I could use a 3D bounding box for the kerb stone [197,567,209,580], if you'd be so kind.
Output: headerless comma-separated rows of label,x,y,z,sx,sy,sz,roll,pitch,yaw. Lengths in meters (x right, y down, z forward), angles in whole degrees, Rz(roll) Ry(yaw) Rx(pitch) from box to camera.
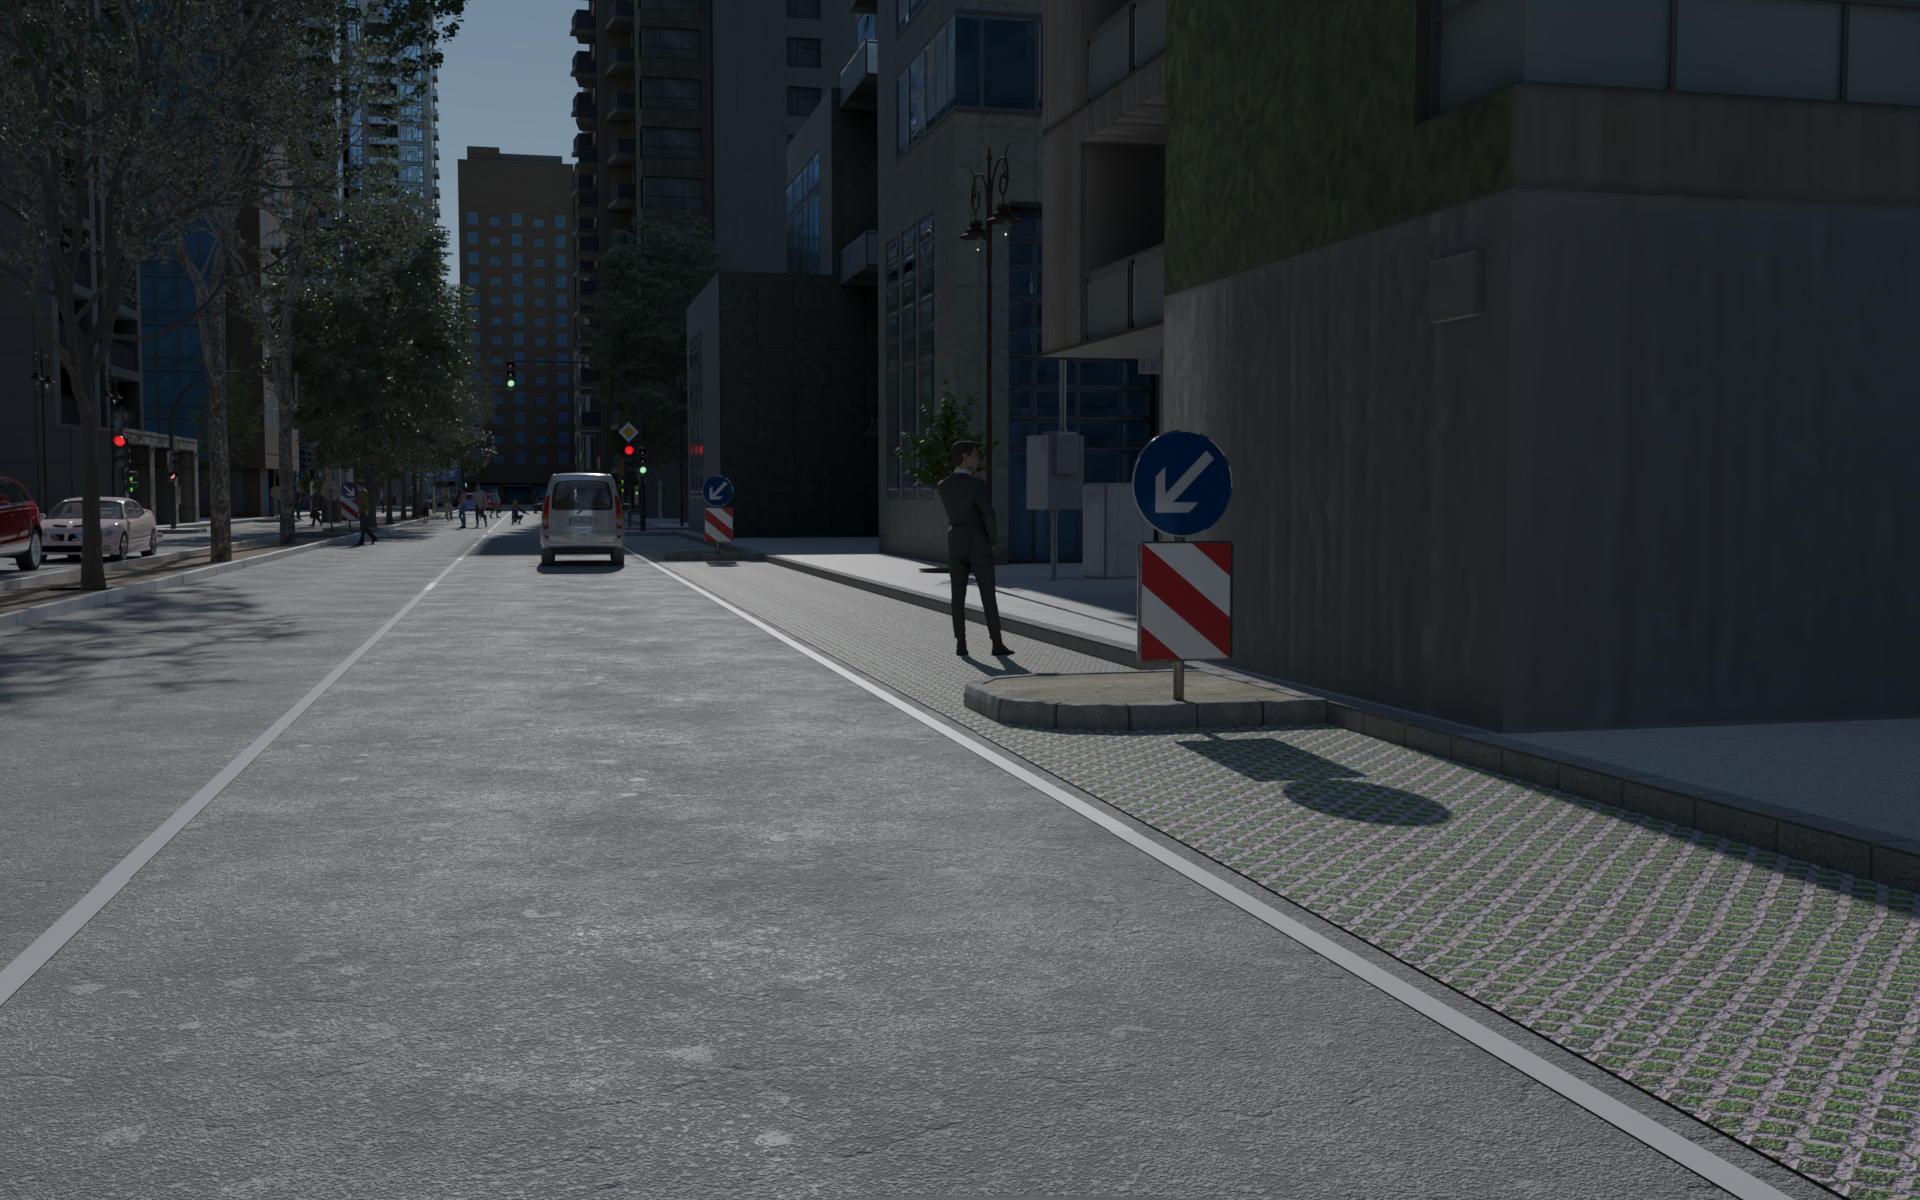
kerb stone,-12.826,-0.422,29.115,0.120,0.150,1.000,-1,4,-14

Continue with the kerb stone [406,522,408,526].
kerb stone,-24.582,-3.316,76.412,0.120,0.150,1.000,-1,4,-14

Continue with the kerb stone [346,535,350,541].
kerb stone,-18.522,-1.820,52.018,0.120,0.150,1.000,-1,4,-14

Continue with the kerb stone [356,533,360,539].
kerb stone,-19.263,-2.006,55.012,0.120,0.150,1.000,-1,4,-14

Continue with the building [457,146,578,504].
building,-57.863,-35.289,227.085,14.200,45.320,14.600,-1,4,-14

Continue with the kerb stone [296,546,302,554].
kerb stone,-15.804,-1.155,41.079,0.120,0.150,1.000,-1,4,-14

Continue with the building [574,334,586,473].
building,-30.956,-21.973,204.293,27.650,21.520,28.899,-1,4,-14

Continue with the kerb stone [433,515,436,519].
kerb stone,-30.283,-4.718,99.342,0.120,0.150,1.000,-1,4,-14

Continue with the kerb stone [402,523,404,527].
kerb stone,-24.087,-3.191,74.414,0.120,0.150,1.000,-1,4,-14

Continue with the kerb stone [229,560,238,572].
kerb stone,-13.574,-0.604,32.110,0.120,0.150,1.000,-1,4,-14

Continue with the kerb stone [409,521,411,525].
kerb stone,-25.080,-3.438,78.407,0.120,0.150,1.000,-1,4,-14

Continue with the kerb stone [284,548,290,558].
kerb stone,-15.308,-1.034,39.094,0.120,0.150,1.000,-1,4,-14

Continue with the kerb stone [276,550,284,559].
kerb stone,-15.063,-0.973,38.102,0.120,0.150,1.000,-1,4,-14

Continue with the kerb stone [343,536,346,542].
kerb stone,-18.267,-1.763,51.028,0.120,0.150,1.000,-1,4,-14

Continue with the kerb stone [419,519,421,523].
kerb stone,-26.817,-3.865,85.388,0.120,0.150,1.000,-1,4,-14

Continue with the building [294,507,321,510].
building,-63.527,-51.007,146.630,22.319,86.520,31.000,-1,4,-14

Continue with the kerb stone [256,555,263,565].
kerb stone,-14.323,-0.790,35.110,0.120,0.150,1.000,-1,4,-14

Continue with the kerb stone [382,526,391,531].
kerb stone,-22.360,-2.765,67.450,0.120,0.150,1.000,-1,4,-14

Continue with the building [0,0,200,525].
building,-43.113,-38.584,69.109,20.563,71.187,20.611,-1,4,-14

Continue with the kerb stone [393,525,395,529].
kerb stone,-22.850,-2.887,69.435,0.120,0.150,1.000,-1,4,-14

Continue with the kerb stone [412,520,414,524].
kerb stone,-25.574,-3.560,80.394,0.120,0.150,1.000,-1,4,-14

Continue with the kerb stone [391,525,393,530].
kerb stone,-22.602,-2.829,68.443,0.120,0.150,1.000,-1,4,-14

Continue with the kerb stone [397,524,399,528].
kerb stone,-23.346,-3.011,71.421,0.120,0.150,1.000,-1,4,-14

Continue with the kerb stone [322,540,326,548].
kerb stone,-17.042,-1.458,46.041,0.120,0.150,1.000,-1,4,-14

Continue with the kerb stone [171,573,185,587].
kerb stone,-12.335,-0.298,27.111,0.120,0.150,1.000,-1,4,-14

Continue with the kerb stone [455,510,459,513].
kerb stone,-38.684,-6.782,133.188,0.120,0.150,1.000,-1,4,-14

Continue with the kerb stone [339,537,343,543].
kerb stone,-18.029,-1.703,50.034,0.120,0.150,1.000,-1,4,-14

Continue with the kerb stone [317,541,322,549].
kerb stone,-16.796,-1.395,45.049,0.120,0.150,1.000,-1,4,-14

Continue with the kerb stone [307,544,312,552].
kerb stone,-16.294,-1.272,43.067,0.120,0.150,1.000,-1,4,-14

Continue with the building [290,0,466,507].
building,-80.953,-55.751,224.204,31.000,86.520,22.319,-1,4,-14

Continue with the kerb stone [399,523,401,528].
kerb stone,-23.586,-3.070,72.415,0.120,0.150,1.000,-1,4,-14

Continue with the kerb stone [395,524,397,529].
kerb stone,-23.088,-2.950,70.432,0.120,0.150,1.000,-1,4,-14

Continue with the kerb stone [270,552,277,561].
kerb stone,-14.816,-0.903,37.102,0.120,0.150,1.000,-1,4,-14

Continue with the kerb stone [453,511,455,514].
kerb stone,-36.463,-6.239,124.239,0.120,0.150,1.000,-1,4,-14

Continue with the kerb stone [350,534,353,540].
kerb stone,-18.768,-1.885,53.016,0.120,0.150,1.000,-1,4,-14

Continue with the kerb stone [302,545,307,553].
kerb stone,-16.047,-1.216,42.072,0.120,0.150,1.000,-1,4,-14

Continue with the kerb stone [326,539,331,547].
kerb stone,-17.282,-1.518,47.042,0.120,0.150,1.000,-1,4,-14

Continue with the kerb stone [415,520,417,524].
kerb stone,-26.072,-3.682,82.401,0.120,0.150,1.000,-1,4,-14

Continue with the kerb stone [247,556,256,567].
kerb stone,-14.065,-0.728,34.105,0.120,0.150,1.000,-1,4,-14

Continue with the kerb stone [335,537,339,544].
kerb stone,-17.775,-1.642,49.038,0.120,0.150,1.000,-1,4,-14

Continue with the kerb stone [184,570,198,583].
kerb stone,-12.581,-0.360,28.121,0.120,0.150,1.000,-1,4,-14

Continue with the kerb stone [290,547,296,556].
kerb stone,-15.554,-1.088,40.086,0.120,0.150,1.000,-1,4,-14

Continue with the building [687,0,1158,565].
building,5.074,-44.828,45.608,22.319,86.520,31.000,-1,4,-14

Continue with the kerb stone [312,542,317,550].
kerb stone,-16.546,-1.337,44.058,0.120,0.150,1.000,-1,4,-14

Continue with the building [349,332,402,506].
building,-78.347,-21.271,192.826,28.899,21.520,27.650,-1,4,-14

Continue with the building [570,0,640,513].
building,-17.304,-28.984,128.514,22.147,44.769,28.867,-1,4,-14

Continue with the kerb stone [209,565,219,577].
kerb stone,-13.084,-0.484,30.105,0.120,0.150,1.000,-1,4,-14

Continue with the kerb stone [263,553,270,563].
kerb stone,-14.574,-0.844,36.108,0.120,0.150,1.000,-1,4,-14

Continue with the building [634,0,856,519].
building,-11.191,-19.925,97.481,14.160,30.474,14.107,-1,4,-14

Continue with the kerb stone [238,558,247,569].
kerb stone,-13.824,-0.667,33.101,0.120,0.150,1.000,-1,4,-14

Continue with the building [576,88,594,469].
building,-32.021,-32.475,181.084,14.600,45.320,14.200,-1,4,-14

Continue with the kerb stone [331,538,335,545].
kerb stone,-17.537,-1.579,48.044,0.120,0.150,1.000,-1,4,-14

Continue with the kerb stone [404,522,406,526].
kerb stone,-24.335,-3.252,75.413,0.120,0.150,1.000,-1,4,-14

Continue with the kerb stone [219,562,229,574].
kerb stone,-13.327,-0.545,31.103,0.120,0.150,1.000,-1,4,-14

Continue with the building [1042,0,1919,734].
building,8.062,-20.350,16.321,14.154,41.232,14.086,-1,4,-14

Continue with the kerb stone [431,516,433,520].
kerb stone,-29.533,-4.536,96.352,0.120,0.150,1.000,-1,4,-14

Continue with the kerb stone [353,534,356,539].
kerb stone,-19.021,-1.946,54.012,0.120,0.150,1.000,-1,4,-14
